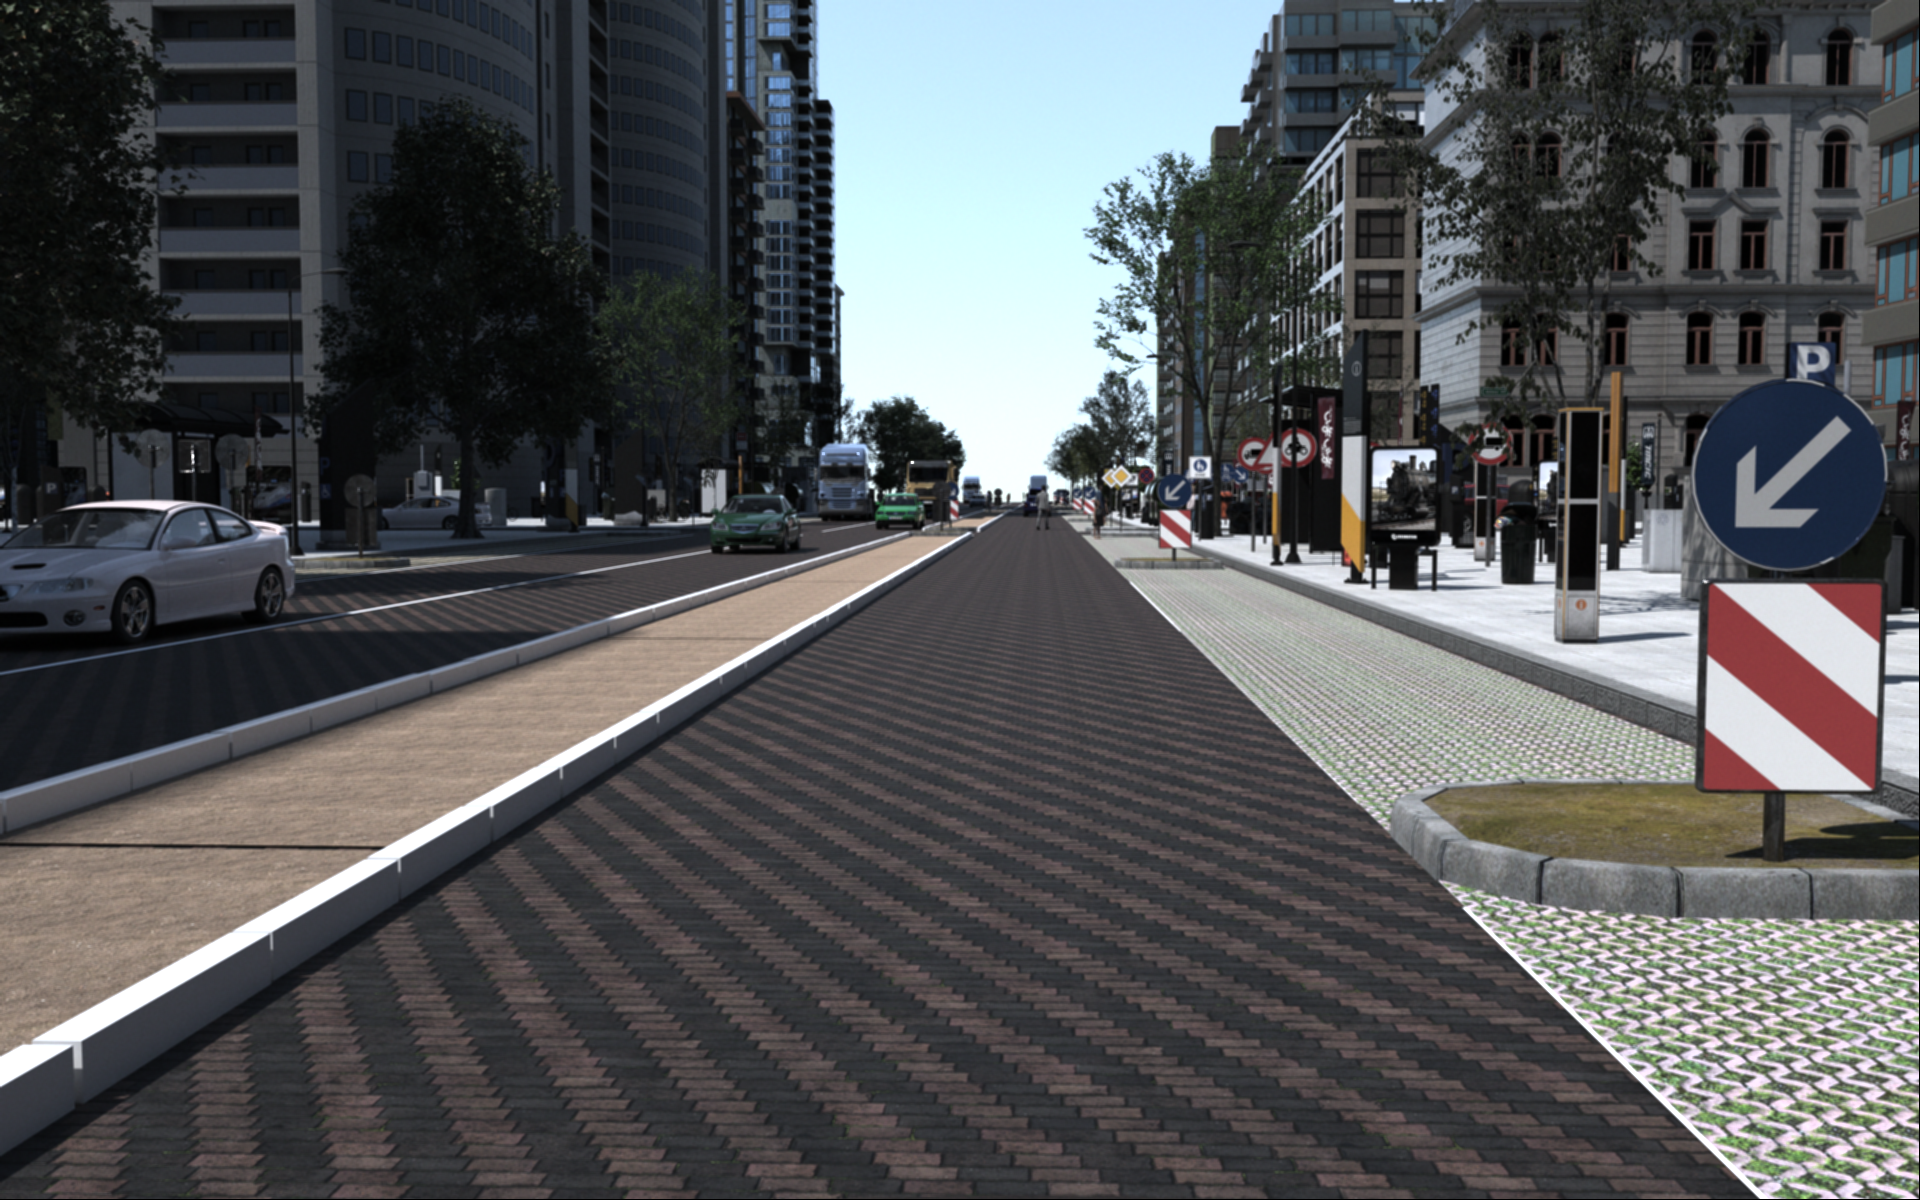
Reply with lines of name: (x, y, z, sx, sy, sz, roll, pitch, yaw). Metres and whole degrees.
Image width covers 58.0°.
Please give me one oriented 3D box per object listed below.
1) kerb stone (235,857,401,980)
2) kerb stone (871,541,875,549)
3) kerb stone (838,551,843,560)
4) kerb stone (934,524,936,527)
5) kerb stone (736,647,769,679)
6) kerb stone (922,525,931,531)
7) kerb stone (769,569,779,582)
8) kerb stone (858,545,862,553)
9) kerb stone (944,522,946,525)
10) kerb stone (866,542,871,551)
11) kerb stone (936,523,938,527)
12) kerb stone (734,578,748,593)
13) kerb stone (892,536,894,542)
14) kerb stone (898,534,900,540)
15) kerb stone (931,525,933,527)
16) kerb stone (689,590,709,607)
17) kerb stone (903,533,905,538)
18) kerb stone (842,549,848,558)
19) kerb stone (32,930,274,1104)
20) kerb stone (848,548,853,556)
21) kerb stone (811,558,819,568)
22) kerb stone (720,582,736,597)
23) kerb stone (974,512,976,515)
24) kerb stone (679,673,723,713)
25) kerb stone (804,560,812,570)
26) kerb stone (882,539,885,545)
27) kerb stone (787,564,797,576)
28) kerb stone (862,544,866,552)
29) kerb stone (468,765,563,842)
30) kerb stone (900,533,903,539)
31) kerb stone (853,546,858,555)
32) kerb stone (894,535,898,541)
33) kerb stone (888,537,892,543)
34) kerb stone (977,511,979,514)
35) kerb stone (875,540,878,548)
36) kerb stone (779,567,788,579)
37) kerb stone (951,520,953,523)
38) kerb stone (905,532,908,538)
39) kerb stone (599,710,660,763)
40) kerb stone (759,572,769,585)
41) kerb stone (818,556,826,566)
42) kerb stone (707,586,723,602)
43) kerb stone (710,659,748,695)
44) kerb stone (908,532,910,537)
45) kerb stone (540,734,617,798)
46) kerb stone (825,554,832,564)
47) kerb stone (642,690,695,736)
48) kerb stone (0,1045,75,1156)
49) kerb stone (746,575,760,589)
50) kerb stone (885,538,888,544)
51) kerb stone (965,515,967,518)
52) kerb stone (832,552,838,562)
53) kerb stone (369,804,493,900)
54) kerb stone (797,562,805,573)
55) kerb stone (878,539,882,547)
kerb stone: (-2.057, 1.018, 5.592, 0.120, 0.150, 1.000, 0, 4, 3)
kerb stone: (-2.366, -1.368, 44.614, 0.120, 0.150, 1.000, 0, 4, 3)
kerb stone: (-2.701, -0.933, 37.458, 0.120, 0.150, 1.000, 0, 4, 3)
kerb stone: (-1.172, -2.968, 70.765, 0.120, 0.150, 1.000, 0, 4, 3)
kerb stone: (-1.677, 0.514, 13.786, 0.120, 0.150, 1.000, 0, 4, 3)
kerb stone: (-1.323, -2.776, 67.693, 0.120, 0.150, 1.000, 0, 4, 3)
kerb stone: (-3.121, -0.370, 28.250, 0.120, 0.150, 1.000, 0, 4, 3)
kerb stone: (-2.521, -1.184, 41.549, 0.120, 0.150, 1.000, 0, 4, 3)
kerb stone: (-0.846, -3.410, 77.941, 0.120, 0.150, 1.000, 0, 4, 3)
kerb stone: (-2.419, -1.309, 43.593, 0.120, 0.150, 1.000, 0, 4, 3)
kerb stone: (-1.126, -3.033, 71.786, 0.120, 0.150, 1.000, 0, 4, 3)
kerb stone: (-3.262, -0.182, 25.170, 0.120, 0.150, 1.000, 0, 4, 3)
kerb stone: (-2.098, -1.748, 50.769, 0.120, 0.150, 1.000, 0, 4, 3)
kerb stone: (-1.995, -1.863, 52.819, 0.120, 0.150, 1.000, 0, 4, 3)
kerb stone: (-1.263, -2.845, 68.715, 0.120, 0.150, 1.000, 0, 4, 3)
kerb stone: (-3.396, 0.006, 22.101, 0.120, 0.150, 1.000, 0, 4, 3)
kerb stone: (-1.908, -1.997, 54.864, 0.120, 0.150, 1.000, 0, 4, 3)
kerb stone: (-2.650, -0.996, 38.479, 0.120, 0.150, 1.000, 0, 4, 3)
kerb stone: (-2.097, 1.078, 4.567, 0.120, 0.150, 1.000, 0, 4, 3)
kerb stone: (-2.610, -1.058, 39.500, 0.120, 0.150, 1.000, 0, 4, 3)
kerb stone: (-2.889, -0.683, 33.369, 0.120, 0.150, 1.000, 0, 4, 3)
kerb stone: (-3.307, -0.119, 24.146, 0.120, 0.150, 1.000, 0, 4, 3)
kerb stone: (0.780, -5.601, 113.787, 0.120, 0.150, 1.000, 0, 4, 3)
kerb stone: (-1.774, 0.642, 11.740, 0.120, 0.150, 1.000, 0, 4, 3)
kerb stone: (-2.931, -0.620, 32.348, 0.120, 0.150, 1.000, 0, 4, 3)
kerb stone: (-2.234, -1.559, 47.692, 0.120, 0.150, 1.000, 0, 4, 3)
kerb stone: (-3.020, -0.496, 30.304, 0.120, 0.150, 1.000, 0, 4, 3)
kerb stone: (-2.471, -1.246, 42.572, 0.120, 0.150, 1.000, 0, 4, 3)
kerb stone: (-1.959, 0.891, 7.634, 0.120, 0.150, 1.000, 0, 4, 3)
kerb stone: (-1.947, -1.936, 53.842, 0.120, 0.150, 1.000, 0, 4, 3)
kerb stone: (-2.560, -1.118, 40.527, 0.120, 0.150, 1.000, 0, 4, 3)
kerb stone: (-2.043, -1.810, 51.790, 0.120, 0.150, 1.000, 0, 4, 3)
kerb stone: (-2.140, -1.681, 49.748, 0.120, 0.150, 1.000, 0, 4, 3)
kerb stone: (1.024, -5.915, 118.903, 0.120, 0.150, 1.000, 0, 4, 3)
kerb stone: (-2.324, -1.434, 45.635, 0.120, 0.150, 1.000, 0, 4, 3)
kerb stone: (-3.079, -0.430, 29.271, 0.120, 0.150, 1.000, 0, 4, 3)
kerb stone: (-0.566, -3.786, 84.092, 0.120, 0.150, 1.000, 0, 4, 3)
kerb stone: (-1.859, -2.057, 55.885, 0.120, 0.150, 1.000, 0, 4, 3)
kerb stone: (-1.862, 0.768, 9.689, 0.120, 0.150, 1.000, 0, 4, 3)
kerb stone: (-3.173, -0.305, 27.220, 0.120, 0.150, 1.000, 0, 4, 3)
kerb stone: (-2.838, -0.746, 34.390, 0.120, 0.150, 1.000, 0, 4, 3)
kerb stone: (-3.346, -0.057, 23.122, 0.120, 0.150, 1.000, 0, 4, 3)
kerb stone: (-1.726, 0.577, 12.765, 0.120, 0.150, 1.000, 0, 4, 3)
kerb stone: (-1.813, -2.123, 56.907, 0.120, 0.150, 1.000, 0, 4, 3)
kerb stone: (-1.909, 0.828, 8.660, 0.120, 0.150, 1.000, 0, 4, 3)
kerb stone: (-2.795, -0.807, 35.412, 0.120, 0.150, 1.000, 0, 4, 3)
kerb stone: (-1.814, 0.702, 10.716, 0.120, 0.150, 1.000, 0, 4, 3)
kerb stone: (-2.146, 1.141, 3.537, 0.120, 0.150, 1.000, 0, 4, 3)
kerb stone: (-3.210, -0.244, 26.198, 0.120, 0.150, 1.000, 0, 4, 3)
kerb stone: (-2.188, -1.622, 48.713, 0.120, 0.150, 1.000, 0, 4, 3)
kerb stone: (0.181, -4.787, 100.460, 0.120, 0.150, 1.000, 0, 4, 3)
kerb stone: (-2.744, -0.871, 36.436, 0.120, 0.150, 1.000, 0, 4, 3)
kerb stone: (-2.010, 0.953, 6.613, 0.120, 0.150, 1.000, 0, 4, 3)
kerb stone: (-2.981, -0.558, 31.325, 0.120, 0.150, 1.000, 0, 4, 3)
kerb stone: (-2.281, -1.497, 46.667, 0.120, 0.150, 1.000, 0, 4, 3)
